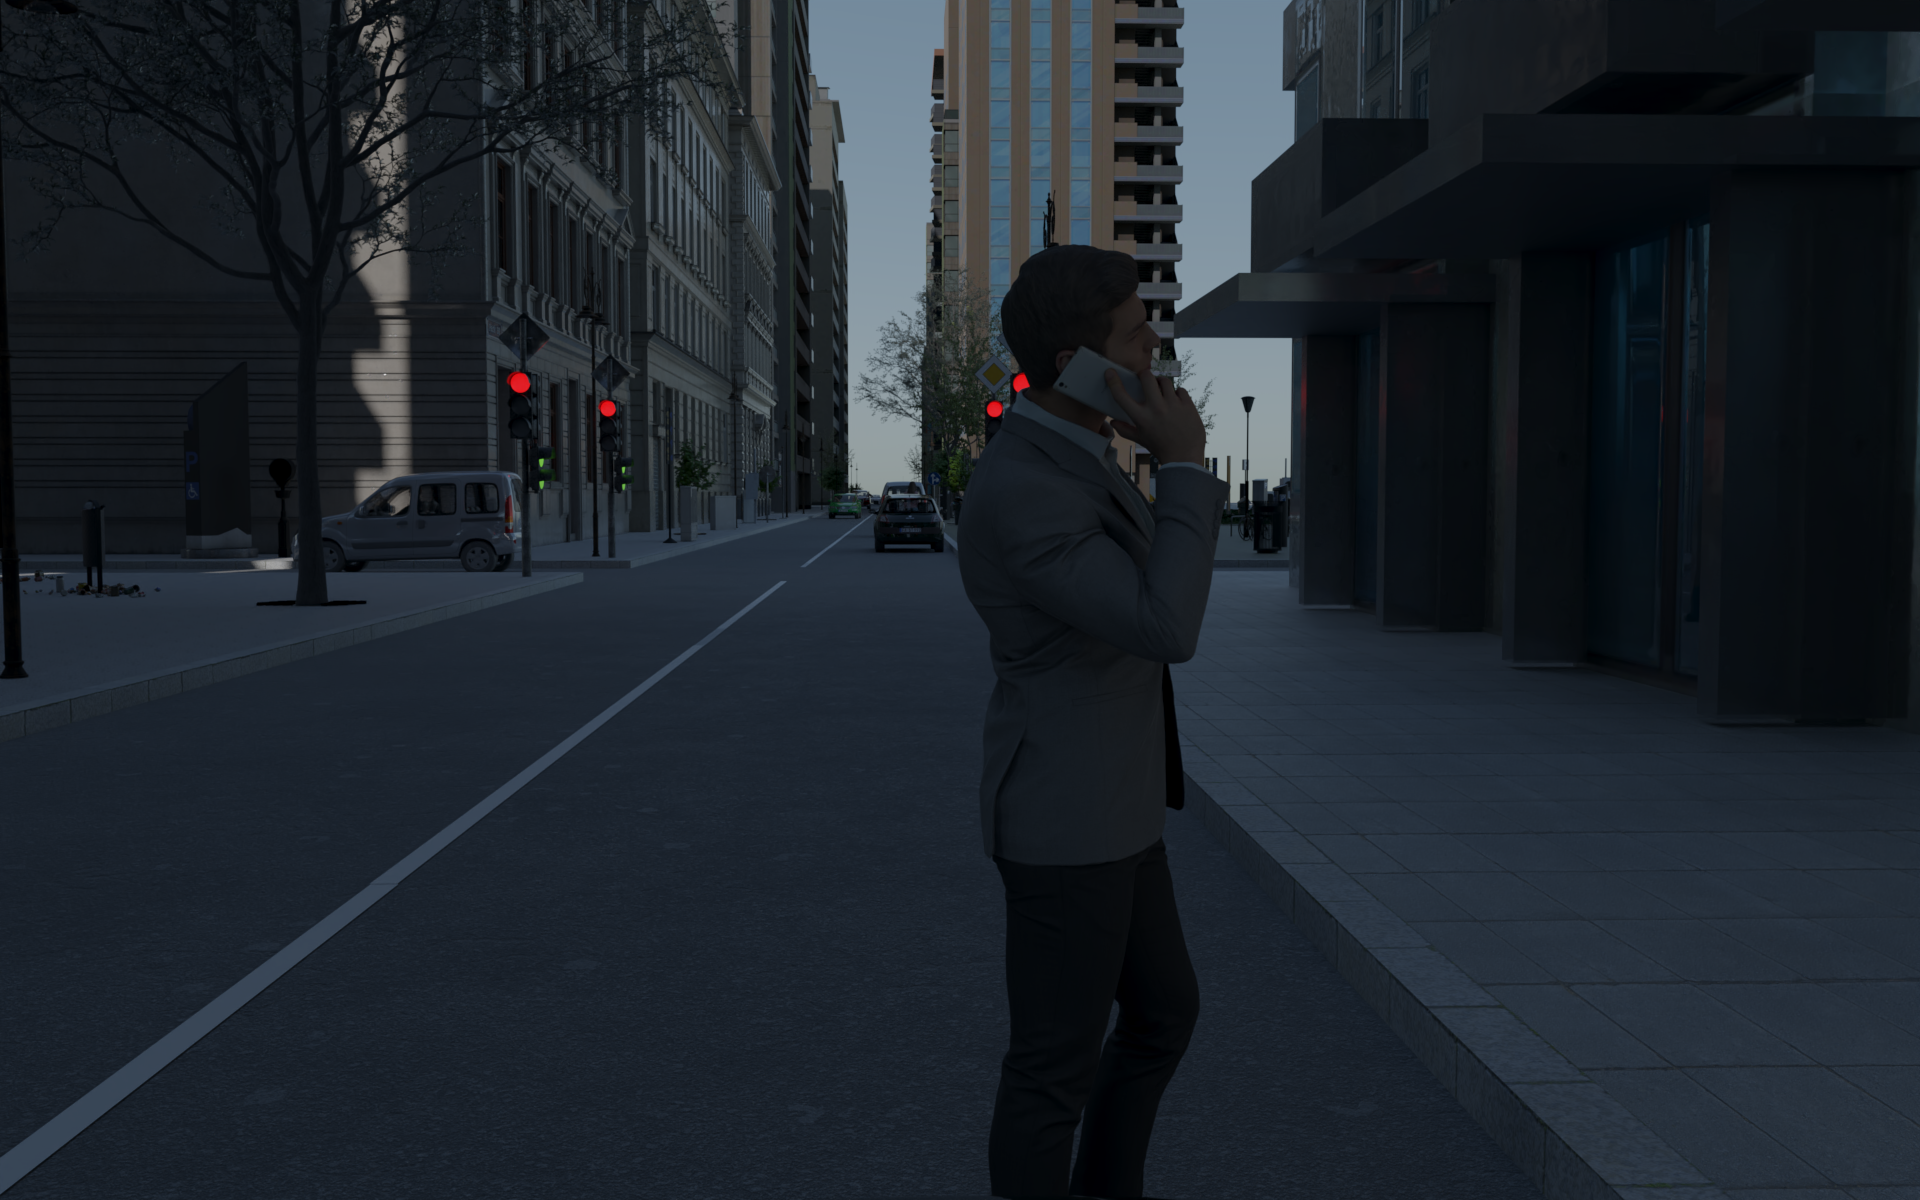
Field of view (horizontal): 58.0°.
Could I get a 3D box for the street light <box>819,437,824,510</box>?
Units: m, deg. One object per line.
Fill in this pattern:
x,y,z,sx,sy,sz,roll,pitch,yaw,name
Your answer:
-11.247,-10.283,140.906,0.468,5.910,1.993,0,4,-2,street light

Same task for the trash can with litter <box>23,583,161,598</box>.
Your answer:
-11.075,-0.677,22.121,1.678,1.210,2.233,-3,5,-40,trash can with litter

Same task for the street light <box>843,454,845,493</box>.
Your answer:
-13.072,-13.578,194.788,0.468,5.910,1.993,0,4,-2,street light

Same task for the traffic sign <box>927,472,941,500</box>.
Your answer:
-1.503,-6.135,100.412,0.768,2.556,0.104,0,3,0,traffic sign

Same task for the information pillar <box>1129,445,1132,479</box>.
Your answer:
8.188,-5.611,83.098,0.183,3.616,0.504,1,4,9,information pillar

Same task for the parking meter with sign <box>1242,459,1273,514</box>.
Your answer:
14.971,-5.516,86.448,1.738,3.016,0.543,3,4,39,parking meter with sign

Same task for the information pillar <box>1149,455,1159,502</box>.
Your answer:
10.259,-6.123,91.473,0.504,3.616,0.183,-1,4,-12,information pillar

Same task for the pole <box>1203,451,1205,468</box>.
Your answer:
9.371,-4.469,66.917,0.158,3.312,0.155,0,3,0,pole

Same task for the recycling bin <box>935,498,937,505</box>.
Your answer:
-1.834,-5.914,109.255,0.722,1.027,0.722,0,4,-2,recycling bin

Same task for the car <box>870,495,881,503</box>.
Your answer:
-11.999,-14.232,245.052,2.083,1.381,4.827,0,4,-1,car

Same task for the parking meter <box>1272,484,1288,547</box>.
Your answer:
7.764,-2.057,42.036,0.372,1.533,0.369,0,3,0,parking meter

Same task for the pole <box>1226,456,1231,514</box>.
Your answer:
14.230,-5.990,91.776,0.158,3.312,0.155,0,3,0,pole

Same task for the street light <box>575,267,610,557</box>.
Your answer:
-7.474,-3.828,35.377,0.468,5.910,1.993,0,4,-2,street light

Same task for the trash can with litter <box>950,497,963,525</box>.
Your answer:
0.153,-3.668,71.351,1.055,1.170,0.624,-3,5,-42,trash can with litter

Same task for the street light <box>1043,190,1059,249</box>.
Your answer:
1.364,-3.298,26.717,0.468,5.910,1.993,0,4,-2,street light

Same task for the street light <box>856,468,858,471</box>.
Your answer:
-15.098,-17.175,253.603,0.468,5.910,1.993,0,4,-2,street light

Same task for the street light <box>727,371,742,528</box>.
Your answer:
-8.464,-5.652,65.200,0.468,5.910,1.993,0,4,-2,street light

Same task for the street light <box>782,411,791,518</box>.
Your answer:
-9.481,-7.454,94.667,0.468,5.910,1.993,0,4,-2,street light

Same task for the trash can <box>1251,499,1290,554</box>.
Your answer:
6.658,-1.579,37.472,0.748,1.137,0.748,0,3,0,trash can

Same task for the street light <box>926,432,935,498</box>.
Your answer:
-2.045,-9.402,126.505,0.468,5.910,1.993,0,4,-2,street light

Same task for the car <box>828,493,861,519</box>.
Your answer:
-6.713,-5.647,101.117,1.959,1.807,4.718,0,4,-1,car

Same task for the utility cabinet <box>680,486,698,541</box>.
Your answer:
-7.376,-2.356,47.200,0.318,1.500,1.173,0,4,-1,utility cabinet

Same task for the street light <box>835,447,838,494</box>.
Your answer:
-12.175,-12.102,170.649,0.468,5.910,1.993,0,4,-2,street light

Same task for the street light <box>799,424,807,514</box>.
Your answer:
-10.083,-8.484,111.504,0.468,5.910,1.993,0,4,-2,street light

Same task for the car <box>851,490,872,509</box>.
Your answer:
-9.528,-9.549,164.796,2.281,1.827,5.304,0,4,-2,car

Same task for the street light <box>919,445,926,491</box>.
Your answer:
-3.201,-11.236,156.499,0.468,5.910,1.993,0,4,-2,street light

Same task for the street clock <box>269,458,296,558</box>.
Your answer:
-13.685,-1.863,35.026,0.471,2.002,0.358,0,4,1,street clock

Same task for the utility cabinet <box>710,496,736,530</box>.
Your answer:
-8.465,-3.100,61.850,0.306,1.237,1.020,3,5,40,utility cabinet

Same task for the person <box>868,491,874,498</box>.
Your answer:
-12.215,-13.678,232.152,1.348,1.821,0.705,1,4,9,person

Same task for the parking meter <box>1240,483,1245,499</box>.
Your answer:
15.178,-5.338,92.995,0.255,1.863,0.399,2,4,25,parking meter

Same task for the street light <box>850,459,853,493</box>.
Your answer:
-14.057,-15.377,224.196,0.468,5.910,1.993,0,4,-2,street light

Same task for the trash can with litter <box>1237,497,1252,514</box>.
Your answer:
13.623,-4.464,84.381,1.055,1.170,0.624,-1,4,-21,trash can with litter

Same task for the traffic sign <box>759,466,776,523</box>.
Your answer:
-8.618,-4.731,77.451,0.768,2.556,0.104,0,4,-1,traffic sign

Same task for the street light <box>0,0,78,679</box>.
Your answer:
-6.610,-2.394,11.923,0.468,5.910,1.993,0,4,-2,street light

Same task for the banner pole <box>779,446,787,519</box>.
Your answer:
-9.299,-6.121,90.102,0.401,3.779,0.863,1,4,14,banner pole

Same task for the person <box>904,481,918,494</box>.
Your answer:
-1.436,-2.706,52.756,0.555,1.821,0.388,0,4,-5,person

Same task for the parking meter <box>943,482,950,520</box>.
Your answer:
-0.670,-4.858,85.137,0.255,1.863,0.399,2,4,27,parking meter

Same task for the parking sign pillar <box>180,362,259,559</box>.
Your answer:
-14.923,-2.833,34.797,1.447,3.967,1.447,1,4,23,parking sign pillar

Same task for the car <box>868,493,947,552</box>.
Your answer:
-1.316,-2.088,43.924,2.009,1.686,4.222,0,4,-3,car

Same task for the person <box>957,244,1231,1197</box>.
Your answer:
0.223,0.360,2.793,0.473,1.802,0.592,1,4,20,person

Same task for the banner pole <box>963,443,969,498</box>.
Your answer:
0.287,-5.806,84.952,0.401,3.779,0.863,-1,4,-22,banner pole

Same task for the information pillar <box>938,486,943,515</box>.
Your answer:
-1.182,-6.375,108.722,0.304,2.012,0.304,-1,4,-12,information pillar
